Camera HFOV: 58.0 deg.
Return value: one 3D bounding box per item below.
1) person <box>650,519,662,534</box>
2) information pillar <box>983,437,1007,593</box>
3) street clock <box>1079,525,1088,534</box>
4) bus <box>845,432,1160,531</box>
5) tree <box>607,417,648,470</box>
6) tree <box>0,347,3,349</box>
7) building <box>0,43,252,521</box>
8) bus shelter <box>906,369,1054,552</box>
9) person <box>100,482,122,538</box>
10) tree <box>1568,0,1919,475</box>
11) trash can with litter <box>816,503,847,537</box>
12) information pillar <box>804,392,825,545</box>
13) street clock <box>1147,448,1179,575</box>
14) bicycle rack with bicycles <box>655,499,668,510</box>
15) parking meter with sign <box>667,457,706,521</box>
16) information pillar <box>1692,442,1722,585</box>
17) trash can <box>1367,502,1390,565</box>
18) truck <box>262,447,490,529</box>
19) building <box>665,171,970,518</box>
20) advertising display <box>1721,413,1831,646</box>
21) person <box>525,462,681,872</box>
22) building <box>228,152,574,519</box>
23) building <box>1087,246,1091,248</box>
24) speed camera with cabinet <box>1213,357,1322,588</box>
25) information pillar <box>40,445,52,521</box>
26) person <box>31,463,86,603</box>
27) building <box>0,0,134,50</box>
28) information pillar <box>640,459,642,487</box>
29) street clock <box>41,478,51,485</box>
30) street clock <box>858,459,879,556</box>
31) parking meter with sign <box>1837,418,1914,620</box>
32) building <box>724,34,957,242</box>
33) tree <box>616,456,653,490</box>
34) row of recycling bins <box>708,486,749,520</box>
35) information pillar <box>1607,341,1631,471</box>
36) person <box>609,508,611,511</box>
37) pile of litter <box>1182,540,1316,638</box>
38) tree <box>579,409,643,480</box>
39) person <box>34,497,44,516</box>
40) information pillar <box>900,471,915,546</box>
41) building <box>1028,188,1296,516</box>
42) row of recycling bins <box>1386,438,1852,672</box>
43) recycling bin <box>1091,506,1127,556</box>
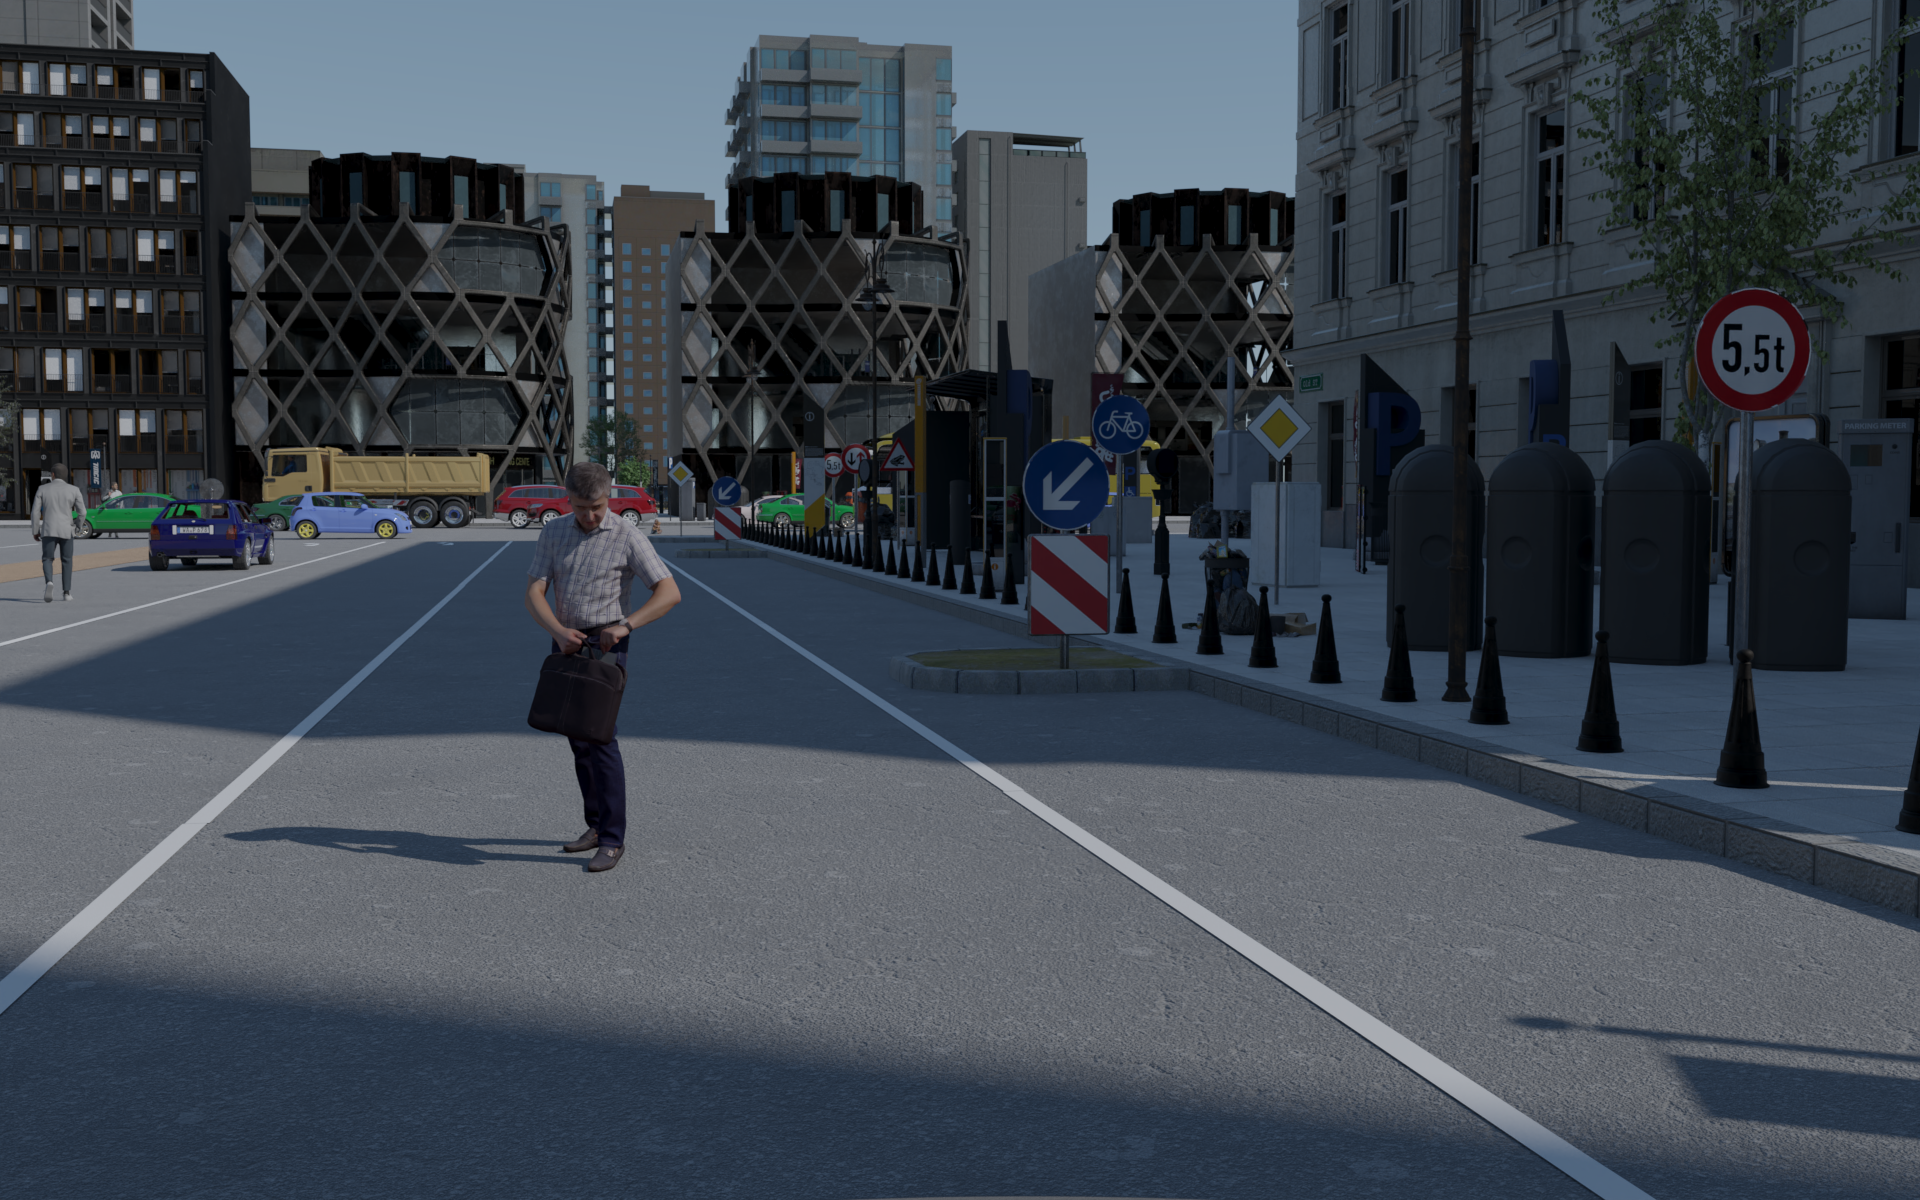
[{"bbox_3d":[-10.828,-2.612,61.679,0.357,0.543,0.381,1,4,21],"label":"person"},{"bbox_3d":[0.460,-1.110,22.646,0.304,2.012,0.304,0,4,2],"label":"information pillar"},{"bbox_3d":[2.955,-2.260,41.523,0.471,2.002,0.358,1,4,23],"label":"street clock"},{"bbox_3d":[1.681,-4.663,67.785,12.252,3.916,2.896,-1,4,-14],"label":"bus"},{"bbox_3d":[-31.730,-13.173,165.746,4.360,8.622,3.978,0,3,0],"label":"tree"},{"bbox_3d":[-45.589,-7.951,80.367,4.360,8.622,3.978,0,3,0],"label":"tree"},{"bbox_3d":[-45.881,-15.883,89.363,15.834,23.373,12.332,-1,4,-13],"label":"building"},{"bbox_3d":[0.322,-2.721,35.775,1.731,3.624,6.357,-1,4,-13],"label":"bus shelter"},{"bbox_3d":[-28.013,-2.974,57.222,0.679,1.850,0.850,-2,4,-33],"label":"person"},{"bbox_3d":[9.412,-4.338,21.287,4.737,8.622,4.395,0,3,0],"label":"tree"},{"bbox_3d":[-3.907,-2.487,52.049,1.055,1.170,0.624,0,4,7],"label":"trash can with litter"},{"bbox_3d":[-3.359,-2.963,39.802,0.504,3.616,0.183,0,4,4],"label":"information pillar"},{"bbox_3d":[3.207,-1.400,27.465,0.471,2.002,0.358,-2,4,-31],"label":"street clock"},{"bbox_3d":[-23.716,-7.724,139.674,2.925,0.926,2.852,2,4,35],"label":"bicycle rack with bicycles"},{"bbox_3d":[-12.888,-5.231,81.784,1.738,3.016,0.543,0,4,8],"label":"parking meter with sign"},{"bbox_3d":[10.565,-1.228,24.562,0.304,2.012,0.304,3,5,44],"label":"information pillar"},{"bbox_3d":[7.740,-1.202,31.312,0.748,1.137,0.748,0,3,0],"label":"trash can"},{"bbox_3d":[-24.848,-4.688,72.566,9.791,3.379,3.469,-1,4,-11],"label":"truck"},{"bbox_3d":[-8.073,-14.244,100.339,16.811,18.784,16.820,-1,4,-13],"label":"building"},{"bbox_3d":[6.661,-0.549,14.190,0.123,1.923,0.974,-1,4,-21],"label":"advertising display"},{"bbox_3d":[-1.394,0.242,6.758,0.614,1.554,0.590,1,4,12],"label":"person"},{"bbox_3d":[-29.827,-13.916,94.971,16.811,18.784,16.820,-1,4,-13],"label":"building"},{"bbox_3d":[19.397,-26.417,203.620,14.107,30.474,14.160,-1,4,-13],"label":"building"},{"bbox_3d":[4.339,-1.847,24.531,0.660,3.252,2.038,-1,4,-21],"label":"speed camera with cabinet"},{"bbox_3d":[-44.043,-5.637,83.516,0.504,3.616,0.183,-1,4,-11],"label":"information pillar"},{"bbox_3d":[-12.009,-0.902,23.092,0.661,1.843,0.795,-2,4,-26],"label":"person"},{"bbox_3d":[-77.010,-43.001,141.321,20.563,71.187,20.611,-1,4,-13],"label":"building"},{"bbox_3d":[-21.639,-7.715,117.490,0.183,3.616,0.504,-1,4,-12],"label":"information pillar"},{"bbox_3d":[-41.698,-4.558,79.100,0.358,2.002,0.471,0,4,1],"label":"street clock"},{"bbox_3d":[-1.889,-1.908,35.773,0.358,2.002,0.471,-2,4,-33],"label":"street clock"},{"bbox_3d":[9.412,-1.322,17.869,1.738,3.016,0.543,2,4,27],"label":"parking meter with sign"},{"bbox_3d":[-13.331,-34.667,186.415,23.786,49.044,30.456,-1,4,-13],"label":"building"},{"bbox_3d":[-27.767,-10.019,147.529,4.285,4.588,4.351,0,3,0],"label":"tree"},{"bbox_3d":[-11.496,-4.807,85.712,1.069,1.692,3.534,-2,4,-33],"label":"row of recycling bins"},{"bbox_3d":[10.154,-2.164,26.741,0.504,3.616,0.183,-3,5,-39],"label":"information pillar"},{"bbox_3d":[-13.839,-3.274,67.532,1.012,1.151,0.738,2,4,35],"label":"person"},{"bbox_3d":[2.712,-0.143,16.303,1.176,0.858,1.719,0,4,-3],"label":"pile of litter"},{"bbox_3d":[-42.101,-17.326,209.037,9.928,11.665,9.643,0,3,0],"label":"tree"},{"bbox_3d":[-35.474,-3.470,67.100,0.662,1.594,0.647,2,4,25],"label":"person"},{"bbox_3d":[-1.296,-2.331,42.598,0.304,2.012,0.304,-3,5,-40],"label":"information pillar"},{"bbox_3d":[14.398,-14.550,105.338,16.811,18.784,16.820,-1,4,-13],"label":"building"},{"bbox_3d":[5.046,-0.397,13.599,3.534,1.692,1.069,3,4,36],"label":"row of recycling bins"},{"bbox_3d":[3.090,-1.433,35.983,0.722,1.027,0.722,0,4,6],"label":"recycling bin"}]
